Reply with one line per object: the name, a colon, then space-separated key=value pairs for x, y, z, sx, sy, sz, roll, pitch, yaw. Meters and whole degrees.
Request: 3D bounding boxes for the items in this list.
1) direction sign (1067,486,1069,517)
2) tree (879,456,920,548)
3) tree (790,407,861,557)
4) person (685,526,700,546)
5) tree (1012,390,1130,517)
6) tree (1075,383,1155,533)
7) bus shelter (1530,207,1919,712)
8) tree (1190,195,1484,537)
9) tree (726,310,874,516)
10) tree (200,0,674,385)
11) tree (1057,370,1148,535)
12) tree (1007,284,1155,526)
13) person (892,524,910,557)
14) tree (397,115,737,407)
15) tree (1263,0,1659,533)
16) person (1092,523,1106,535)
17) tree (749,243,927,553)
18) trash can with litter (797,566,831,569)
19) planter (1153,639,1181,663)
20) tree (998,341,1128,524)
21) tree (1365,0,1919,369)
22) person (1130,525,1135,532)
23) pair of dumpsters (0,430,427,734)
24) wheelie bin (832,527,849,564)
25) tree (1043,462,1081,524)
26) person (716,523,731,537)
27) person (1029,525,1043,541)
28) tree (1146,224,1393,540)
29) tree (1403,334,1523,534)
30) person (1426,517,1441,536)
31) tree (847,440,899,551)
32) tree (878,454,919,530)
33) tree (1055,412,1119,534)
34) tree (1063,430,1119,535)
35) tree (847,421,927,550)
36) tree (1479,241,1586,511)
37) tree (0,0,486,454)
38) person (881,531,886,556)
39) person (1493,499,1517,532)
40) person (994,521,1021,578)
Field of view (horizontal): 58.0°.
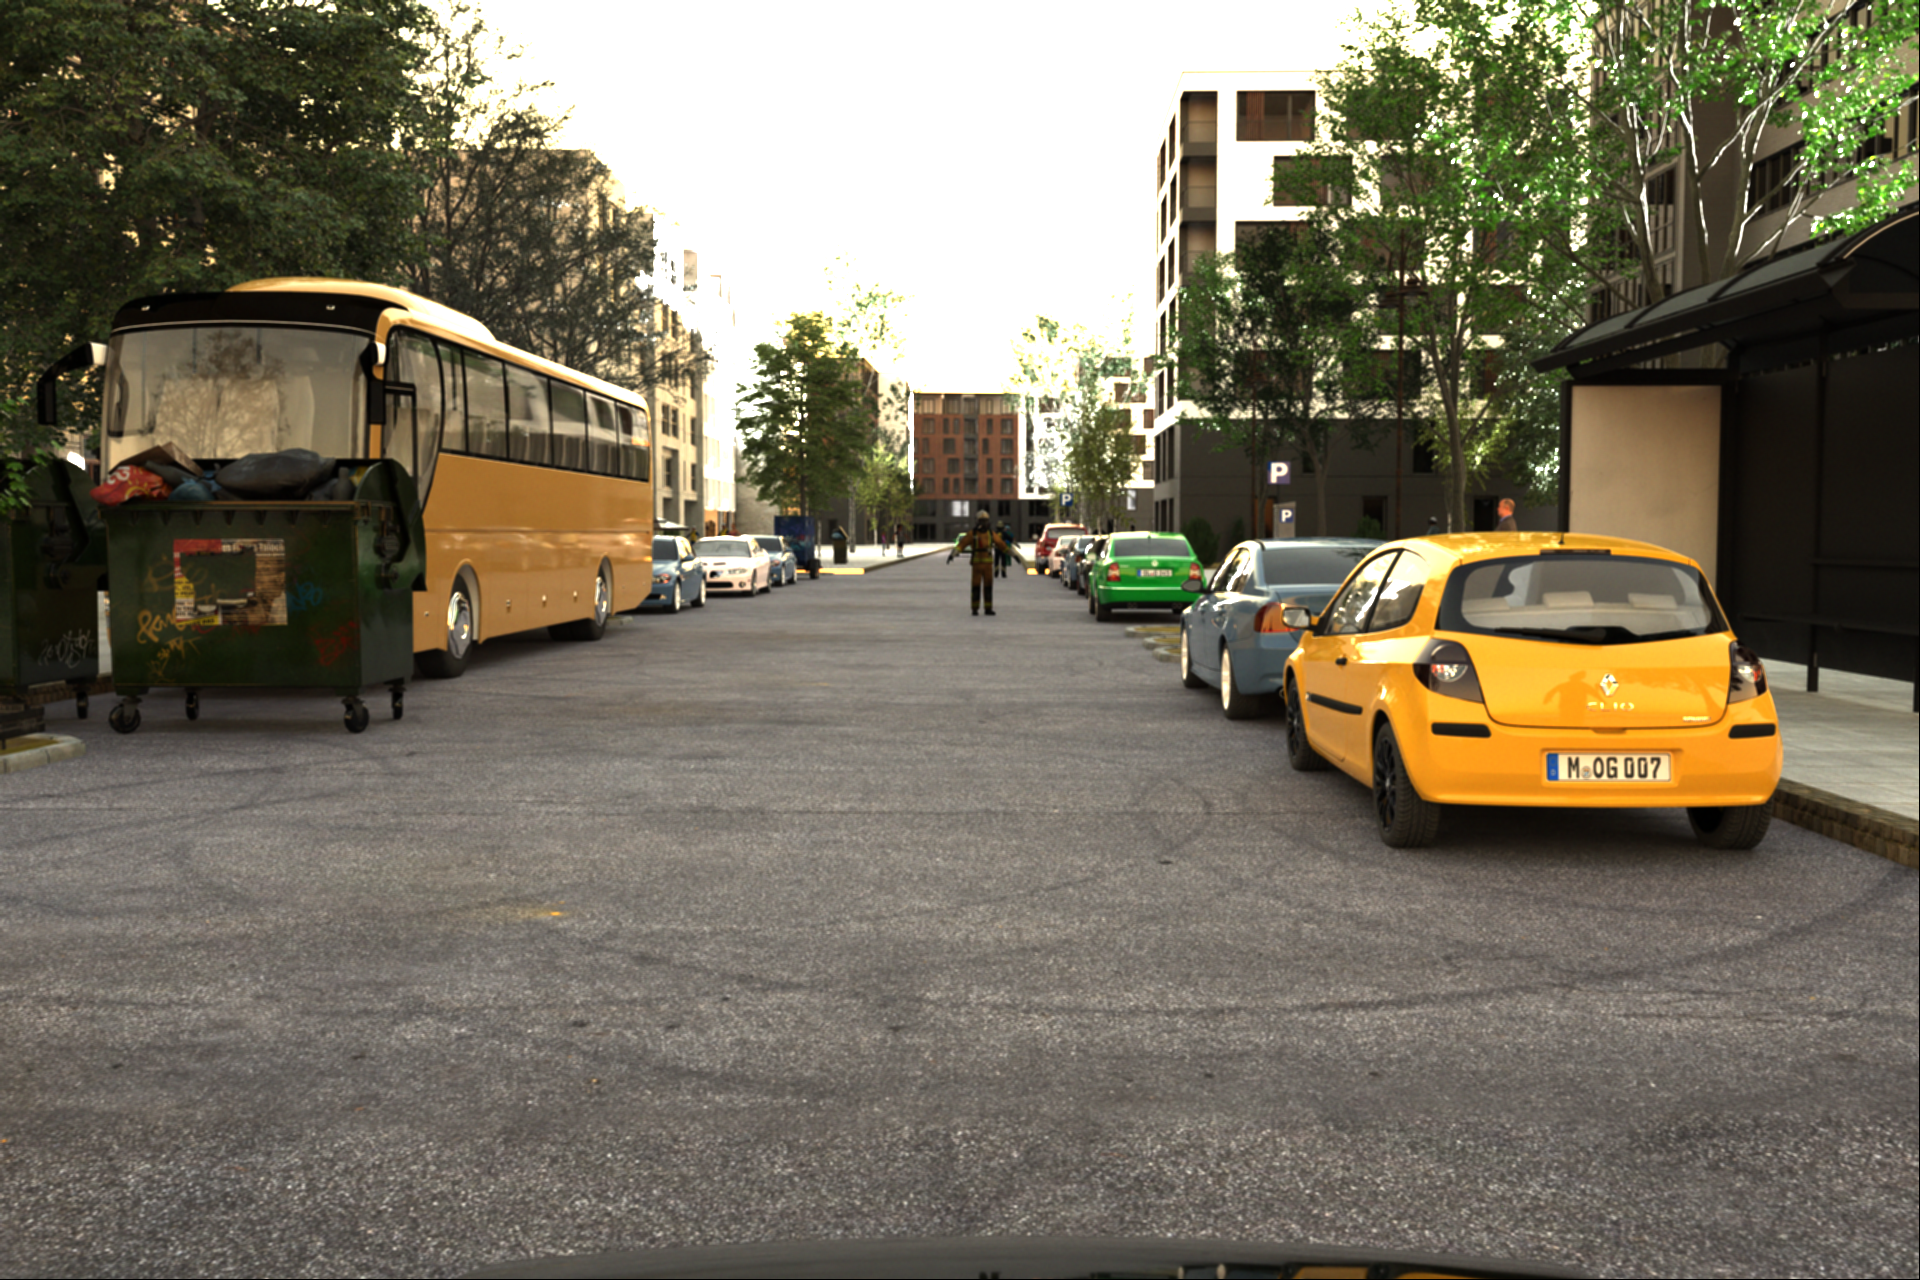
direction sign: x=5.069 y=-5.445 z=81.027 sx=0.379 sy=3.537 sz=0.876 roll=0 pitch=3 yaw=0
tree: x=-5.682 y=-12.490 z=154.577 sx=4.737 sy=8.622 sz=4.395 roll=0 pitch=3 yaw=0
tree: x=-8.028 y=-8.918 z=96.172 sx=4.360 sy=8.622 sz=3.978 roll=0 pitch=3 yaw=0
person: x=-15.730 y=-5.838 z=101.916 sx=1.216 sy=1.772 sz=0.721 roll=2 pitch=4 yaw=33
tree: x=9.485 y=-14.399 z=145.786 sx=12.009 sy=13.543 sz=11.850 roll=0 pitch=3 yaw=0
tree: x=7.546 y=-8.205 z=84.507 sx=4.360 sy=8.622 sz=3.978 roll=0 pitch=3 yaw=0
bus shelter: x=6.188 y=-1.179 z=13.197 sx=2.014 sy=3.302 sz=5.546 roll=0 pitch=4 yaw=1
tree: x=9.997 y=-6.882 z=46.938 sx=8.767 sy=10.594 sz=7.601 roll=2 pitch=4 yaw=25
tree: x=-7.999 y=-10.368 z=87.637 sx=7.486 sy=12.596 sz=7.792 roll=0 pitch=3 yaw=0
tree: x=-11.471 y=-7.804 z=37.970 sx=12.009 sy=13.543 sz=11.850 roll=0 pitch=3 yaw=0
tree: x=6.284 y=-7.762 z=77.275 sx=4.737 sy=8.622 sz=4.395 roll=0 pitch=3 yaw=0
tree: x=10.641 y=-16.780 z=130.244 sx=12.611 sy=20.169 sz=13.585 roll=0 pitch=3 yaw=0
person: x=-3.298 y=-5.493 z=95.956 sx=0.704 sy=1.843 sz=1.345 roll=3 pitch=5 yaw=43
tree: x=-11.733 y=-8.551 z=50.173 sx=12.009 sy=13.543 sz=11.850 roll=0 pitch=3 yaw=0
tree: x=9.666 y=-6.603 z=33.713 sx=9.928 sy=11.665 sz=9.643 roll=0 pitch=3 yaw=0
person: x=6.910 y=-4.867 z=85.508 sx=1.347 sy=1.837 sz=0.705 roll=-2 pitch=4 yaw=-24
tree: x=-8.238 y=-15.886 z=115.618 sx=12.611 sy=20.169 sz=13.585 roll=0 pitch=3 yaw=0
trash can with litter: x=-5.606 y=-3.296 z=64.948 sx=1.678 sy=1.210 sz=2.233 roll=0 pitch=4 yaw=1
planter: x=3.250 y=0.074 z=19.937 sx=1.991 sy=0.319 sz=1.994 roll=0 pitch=4 yaw=0
tree: x=10.903 y=-19.109 z=168.315 sx=12.611 sy=20.169 sz=13.585 roll=0 pitch=3 yaw=0
tree: x=8.799 y=-5.806 z=20.690 sx=9.928 sy=11.665 sz=9.643 roll=0 pitch=3 yaw=0
person: x=8.893 y=-5.104 z=90.164 sx=0.721 sy=1.740 sz=1.216 roll=3 pitch=5 yaw=44
pair of dumpsters: x=-6.370 y=-0.484 z=12.858 sx=4.436 sy=2.255 sz=1.574 roll=0 pitch=4 yaw=2
wheelie bin: x=-5.145 y=-4.062 z=74.319 sx=0.693 sy=1.594 sz=0.980 roll=0 pitch=4 yaw=2
tree: x=9.245 y=-12.473 z=154.301 sx=4.737 sy=8.622 sz=4.395 roll=0 pitch=3 yaw=0
person: x=-11.836 y=-4.940 z=86.738 sx=1.349 sy=1.833 sz=0.705 roll=3 pitch=5 yaw=41
person: x=4.478 y=-5.568 z=97.217 sx=1.347 sy=1.806 sz=0.705 roll=-3 pitch=4 yaw=-36
tree: x=10.247 y=-8.073 z=57.750 sx=9.928 sy=11.665 sz=9.643 roll=0 pitch=3 yaw=0
tree: x=18.195 y=-6.905 z=63.265 sx=4.737 sy=8.622 sz=4.395 roll=0 pitch=3 yaw=0
person: x=15.970 y=-3.225 z=58.574 sx=0.704 sy=1.849 sz=1.345 roll=3 pitch=5 yaw=45
tree: x=-6.804 y=-11.288 z=134.924 sx=4.737 sy=8.622 sz=4.395 roll=0 pitch=3 yaw=0
tree: x=-5.674 y=-12.797 z=159.587 sx=4.737 sy=8.622 sz=4.395 roll=0 pitch=3 yaw=0
tree: x=7.683 y=-9.236 z=101.376 sx=4.360 sy=8.622 sz=3.978 roll=0 pitch=3 yaw=0
tree: x=8.683 y=-10.343 z=119.465 sx=4.360 sy=8.622 sz=3.978 roll=0 pitch=3 yaw=0
tree: x=-6.269 y=-12.780 z=143.360 sx=7.601 sy=10.594 sz=8.767 roll=-3 pitch=4 yaw=-39
tree: x=25.743 y=-10.047 z=70.918 sx=9.857 sy=13.997 sz=8.962 roll=0 pitch=3 yaw=0
tree: x=-12.130 y=-7.320 z=26.337 sx=9.857 sy=13.997 sz=8.962 roll=0 pitch=3 yaw=0
person: x=-4.399 y=-5.628 z=101.283 sx=0.599 sy=1.433 sz=0.991 roll=0 pitch=4 yaw=-5
person: x=7.321 y=-1.031 z=23.450 sx=0.434 sy=1.755 sz=0.990 roll=1 pitch=4 yaw=22
person: x=1.328 y=-2.989 z=57.109 sx=1.354 sy=1.856 sz=0.705 roll=0 pitch=4 yaw=8
